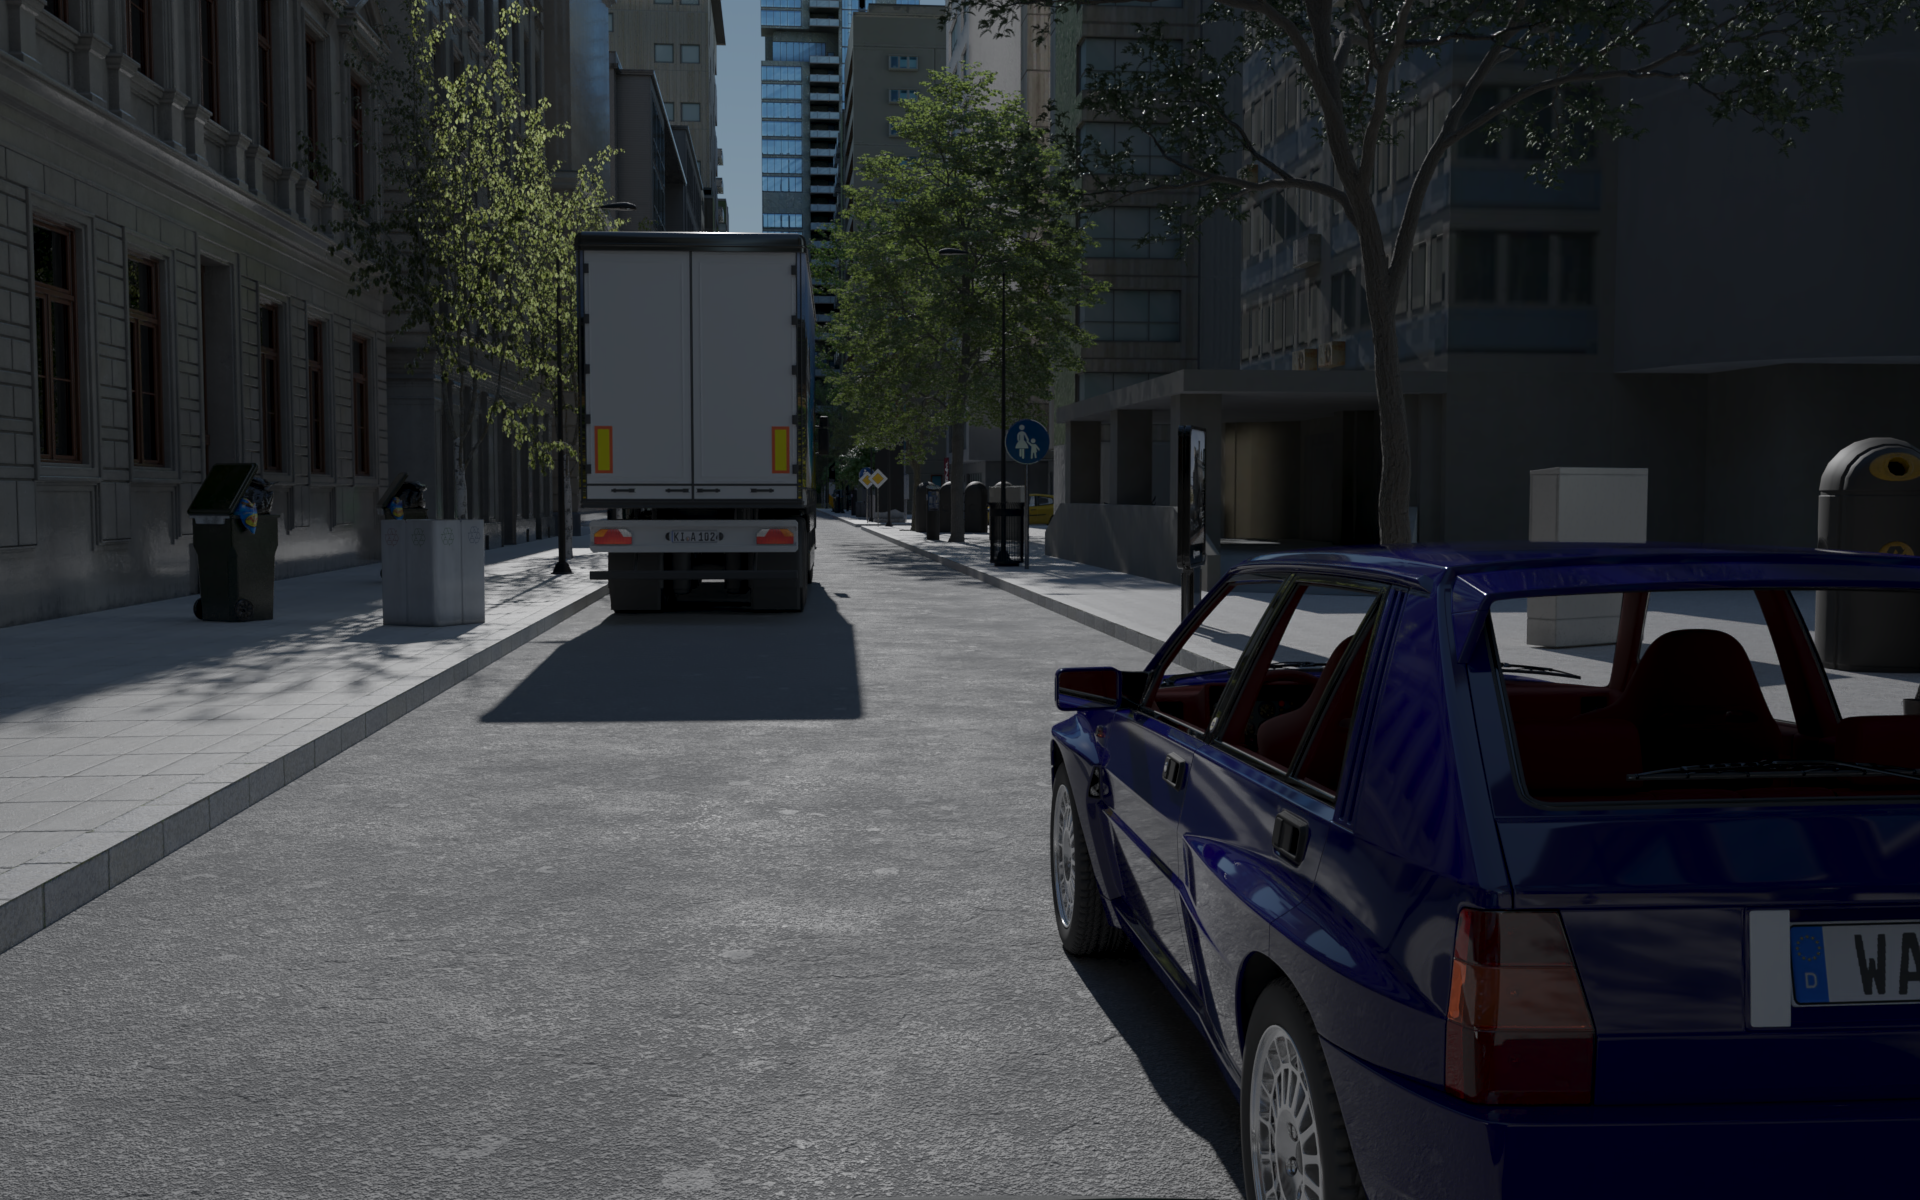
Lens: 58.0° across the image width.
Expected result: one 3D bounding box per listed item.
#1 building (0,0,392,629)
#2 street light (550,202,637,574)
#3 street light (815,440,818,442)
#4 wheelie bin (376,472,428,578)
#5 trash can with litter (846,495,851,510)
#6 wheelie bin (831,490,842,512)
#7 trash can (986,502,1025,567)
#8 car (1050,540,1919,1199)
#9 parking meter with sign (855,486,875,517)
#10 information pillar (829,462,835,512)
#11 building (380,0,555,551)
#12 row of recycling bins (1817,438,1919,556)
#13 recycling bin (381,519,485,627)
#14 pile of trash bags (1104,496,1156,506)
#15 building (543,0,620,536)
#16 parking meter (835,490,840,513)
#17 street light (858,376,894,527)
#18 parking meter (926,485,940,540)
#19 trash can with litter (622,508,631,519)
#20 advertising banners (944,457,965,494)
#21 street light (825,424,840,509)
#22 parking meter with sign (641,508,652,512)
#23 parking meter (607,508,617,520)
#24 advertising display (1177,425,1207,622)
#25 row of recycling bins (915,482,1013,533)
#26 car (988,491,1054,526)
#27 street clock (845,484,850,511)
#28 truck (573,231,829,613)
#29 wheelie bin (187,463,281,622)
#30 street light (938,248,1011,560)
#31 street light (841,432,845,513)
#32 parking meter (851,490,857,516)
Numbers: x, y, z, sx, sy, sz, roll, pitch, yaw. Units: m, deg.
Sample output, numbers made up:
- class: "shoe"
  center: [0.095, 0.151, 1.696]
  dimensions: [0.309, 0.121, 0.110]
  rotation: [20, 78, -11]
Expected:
- class: "building"
  center: [-14.766, -11.357, 21.843]
  dimensions: [11.583, 22.565, 21.152]
  rotation: [0, 4, -6]
- class: "street light"
  center: [-5.849, -3.373, 27.688]
  dimensions: [1.470, 5.913, 1.316]
  rotation: [0, 4, -6]
- class: "street light"
  center: [-12.074, -10.855, 150.014]
  dimensions: [1.470, 5.913, 1.316]
  rotation: [0, 4, -6]
- class: "wheelie bin"
  center: [-8.105, -1.059, 25.219]
  dimensions: [0.693, 1.594, 0.980]
  rotation: [-2, 4, -27]
- class: "trash can with litter"
  center: [-8.719, -7.789, 138.734]
  dimensions: [0.624, 1.170, 1.055]
  rotation: [-1, 4, -21]
- class: "wheelie bin"
  center: [-8.588, -6.969, 121.858]
  dimensions: [0.980, 1.594, 0.693]
  rotation: [1, 4, 12]
- class: "trash can"
  center: [0.835, -1.169, 30.767]
  dimensions: [0.748, 1.137, 0.748]
  rotation: [0, 3, 0]
- class: "car"
  center: [1.272, 0.506, 4.306]
  dimensions: [1.945, 1.354, 3.894]
  rotation: [0, 4, -5]
- class: "parking meter with sign"
  center: [-5.030, -6.097, 95.951]
  dimensions: [1.738, 3.016, 0.543]
  rotation: [3, 4, 36]
- class: "information pillar"
  center: [-9.194, -8.158, 124.737]
  dimensions: [0.504, 3.616, 0.183]
  rotation: [1, 4, 21]
- class: "building"
  center: [-15.794, -11.773, 41.644]
  dimensions: [9.793, 20.994, 18.267]
  rotation: [0, 4, -6]
- class: "row of recycling bins"
  center: [7.783, -0.293, 11.899]
  dimensions: [3.534, 1.692, 1.069]
  rotation: [3, 5, 41]
- class: "recycling bin"
  center: [-5.196, -0.278, 17.094]
  dimensions: [0.722, 1.027, 0.722]
  rotation: [2, 4, 26]
- class: "pile of trash bags"
  center: [4.919, -2.076, 43.689]
  dimensions: [3.447, 1.369, 1.912]
  rotation: [1, 4, 11]
- class: "building"
  center: [-21.883, -16.596, 57.250]
  dimensions: [20.117, 28.700, 13.634]
  rotation: [0, 4, -6]
- class: "parking meter"
  center: [-8.207, -6.577, 115.947]
  dimensions: [0.372, 1.533, 0.369]
  rotation: [0, 3, 0]
- class: "street light"
  center: [-3.335, -5.841, 68.043]
  dimensions: [1.470, 5.913, 1.316]
  rotation: [0, 4, -6]
- class: "parking meter"
  center: [-0.752, -2.446, 48.398]
  dimensions: [0.372, 1.533, 0.369]
  rotation: [0, 3, 0]
- class: "trash can with litter"
  center: [-10.153, -2.476, 51.863]
  dimensions: [1.055, 1.170, 0.624]
  rotation: [-1, 4, -19]
- class: "advertising banners"
  center: [-0.283, -5.246, 81.954]
  dimensions: [0.090, 3.025, 2.074]
  rotation: [-2, 4, -27]
- class: "street light"
  center: [-8.327, -8.709, 114.936]
  dimensions: [1.470, 5.913, 1.316]
  rotation: [0, 4, -6]
- class: "parking meter with sign"
  center: [-9.800, -3.484, 53.218]
  dimensions: [0.543, 3.016, 1.738]
  rotation: [0, 4, 7]
- class: "parking meter"
  center: [-10.009, -2.546, 50.033]
  dimensions: [0.372, 1.533, 0.369]
  rotation: [0, 3, 0]
- class: "advertising display"
  center: [2.222, -0.695, 16.583]
  dimensions: [0.123, 1.923, 0.974]
  rotation: [1, 4, 17]
- class: "row of recycling bins"
  center: [0.170, -3.098, 57.759]
  dimensions: [3.534, 1.692, 1.069]
  rotation: [1, 4, 19]
- class: "car"
  center: [2.661, -3.884, 73.724]
  dimensions: [3.980, 1.641, 2.015]
  rotation: [0, 4, -5]
- class: "street clock"
  center: [-8.302, -7.542, 127.886]
  dimensions: [0.358, 2.002, 0.471]
  rotation: [0, 4, 4]
- class: "truck"
  center: [-3.270, -2.156, 24.171]
  dimensions: [2.839, 4.237, 11.283]
  rotation: [0, 4, -4]
- class: "wheelie bin"
  center: [-7.370, -0.593, 17.607]
  dimensions: [0.980, 1.594, 0.693]
  rotation: [2, 4, 28]
- class: "street light"
  center: [0.290, -3.695, 32.951]
  dimensions: [1.470, 5.913, 1.316]
  rotation: [0, 4, -6]
- class: "street light"
  center: [-4.628, -6.561, 79.811]
  dimensions: [1.470, 5.913, 1.316]
  rotation: [0, 4, -6]
- class: "parking meter"
  center: [-6.296, -5.790, 103.084]
  dimensions: [0.372, 1.533, 0.369]
  rotation: [0, 3, 0]
